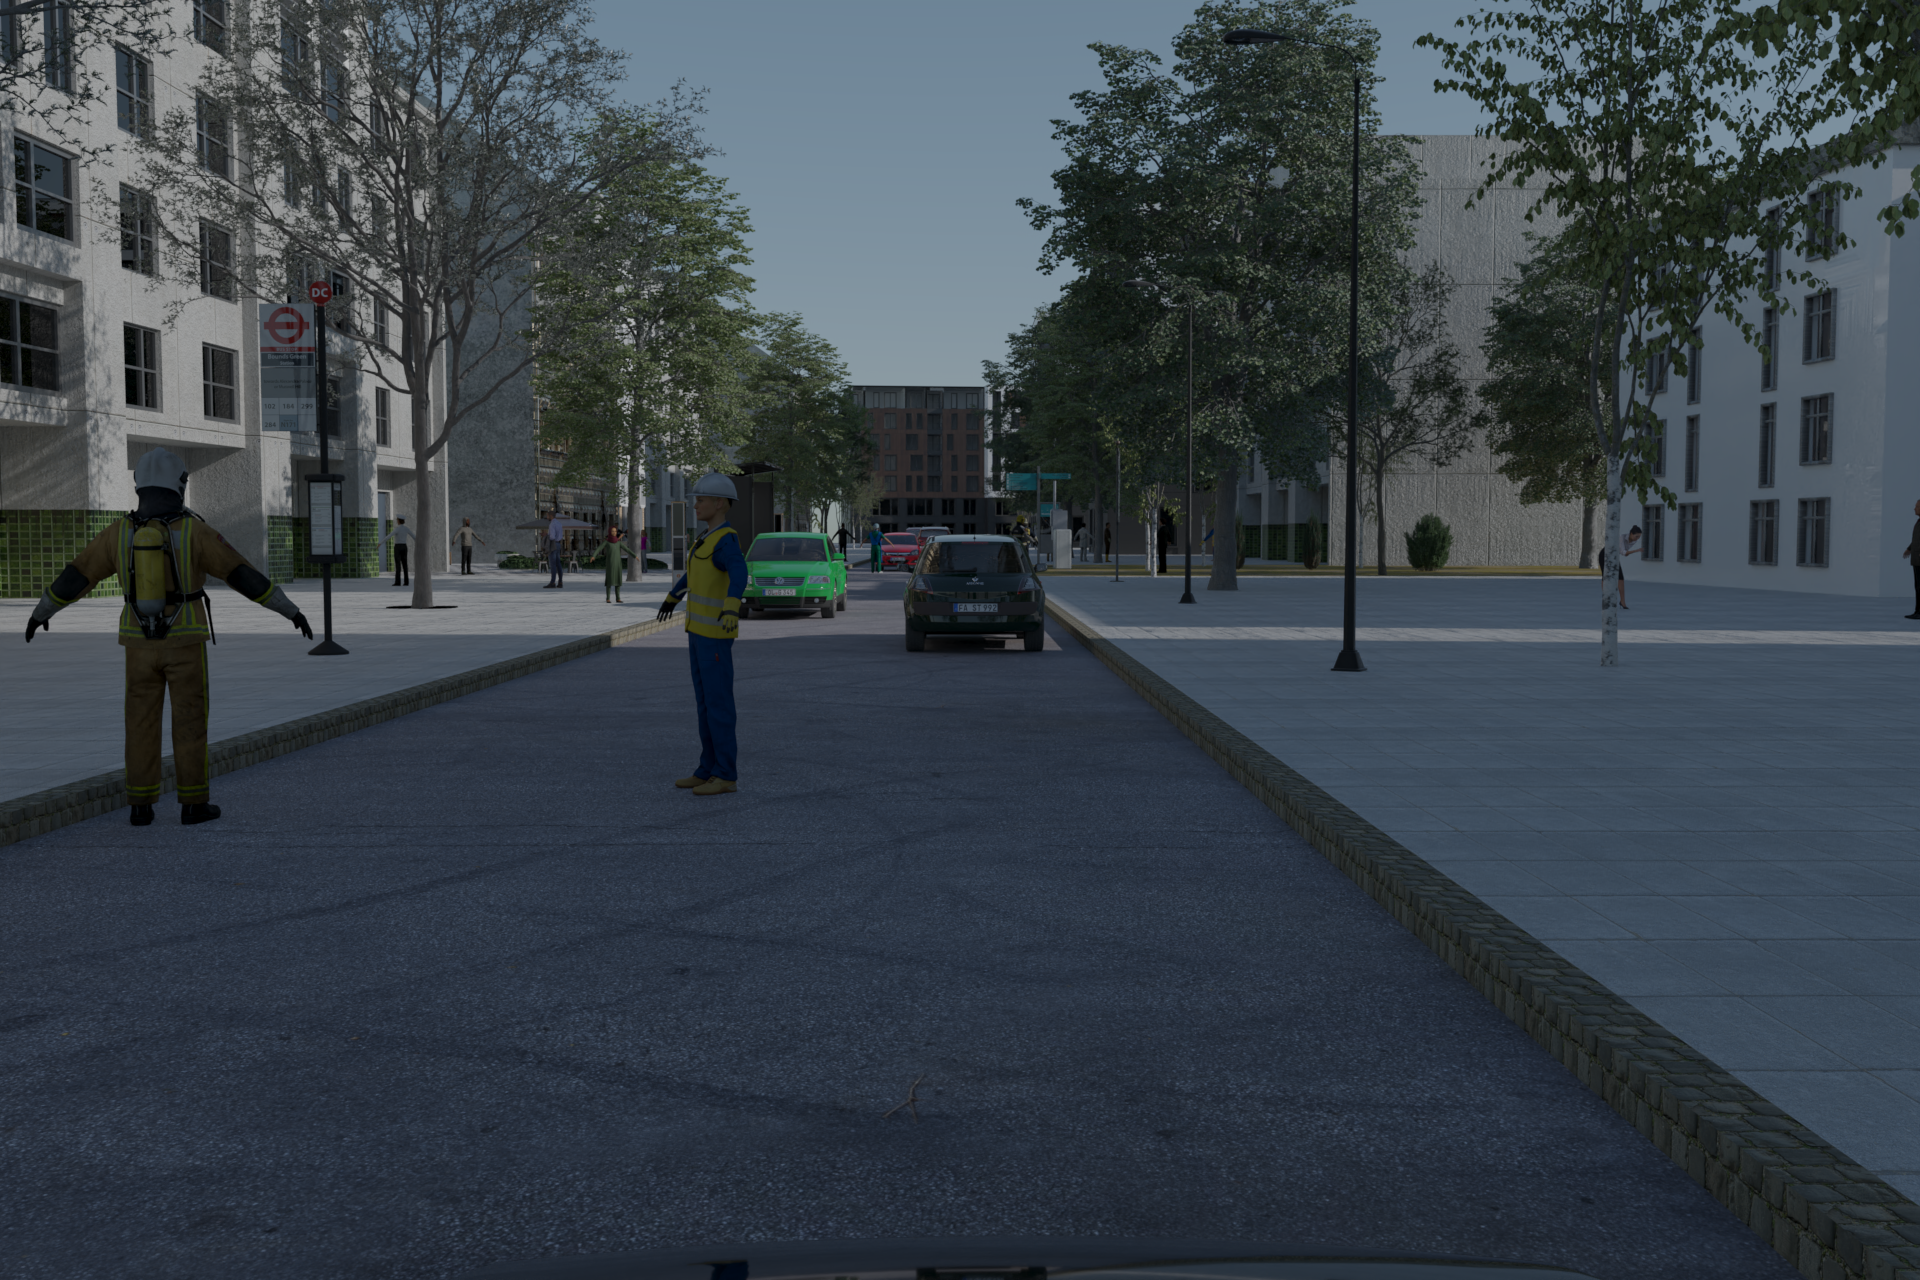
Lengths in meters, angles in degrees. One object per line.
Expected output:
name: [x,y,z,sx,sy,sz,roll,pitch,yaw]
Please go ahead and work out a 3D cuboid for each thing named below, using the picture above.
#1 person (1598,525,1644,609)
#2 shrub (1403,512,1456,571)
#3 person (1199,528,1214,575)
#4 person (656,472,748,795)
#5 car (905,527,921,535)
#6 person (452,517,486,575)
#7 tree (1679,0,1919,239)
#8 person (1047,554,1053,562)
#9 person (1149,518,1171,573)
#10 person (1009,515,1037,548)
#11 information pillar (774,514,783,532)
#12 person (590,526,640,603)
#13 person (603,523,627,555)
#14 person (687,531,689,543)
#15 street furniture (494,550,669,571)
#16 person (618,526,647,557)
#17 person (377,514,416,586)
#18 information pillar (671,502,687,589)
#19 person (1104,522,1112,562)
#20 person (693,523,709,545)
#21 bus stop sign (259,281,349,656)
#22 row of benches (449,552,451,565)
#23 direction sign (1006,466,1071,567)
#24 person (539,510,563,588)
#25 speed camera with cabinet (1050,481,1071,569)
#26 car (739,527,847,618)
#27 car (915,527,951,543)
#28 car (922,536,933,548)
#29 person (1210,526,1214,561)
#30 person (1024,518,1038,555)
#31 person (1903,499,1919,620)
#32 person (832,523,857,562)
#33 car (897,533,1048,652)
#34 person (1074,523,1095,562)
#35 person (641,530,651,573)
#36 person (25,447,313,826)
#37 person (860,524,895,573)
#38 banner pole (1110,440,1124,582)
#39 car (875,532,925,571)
person: [11.313,-1.246,29.600,0.799,1.438,0.628,2,4,30]
shrub: [16.147,-3.400,59.626,1.661,2.075,1.752,0,3,0]
person: [8.005,-2.924,53.783,1.349,1.833,0.705,-2,4,-34]
person: [-1.451,-0.043,9.629,0.721,1.772,1.216,-2,4,-27]
car: [-2.356,-5.560,99.572,2.281,1.827,5.304,0,4,0]
person: [-15.453,-2.946,54.298,0.705,1.813,1.348,2,4,31]
tree: [5.846,-3.625,9.639,4.737,8.622,4.395,0,3,0]
person: [4.247,-4.568,80.965,1.348,1.796,0.705,2,4,28]
person: [6.624,-3.101,56.886,0.705,1.806,1.347,2,4,35]
person: [1.842,-2.837,52.154,0.704,1.858,1.351,-2,4,-34]
information pillar: [-6.529,-3.538,62.343,0.304,2.012,0.304,0,4,2]
person: [-6.417,-1.404,32.167,0.989,1.438,0.599,-3,4,-37]
person: [-16.703,-4.793,84.301,1.347,1.837,0.705,0,4,-7]
person: [-12.146,-4.256,75.713,0.704,1.817,1.347,-3,5,-40]
street furniture: [-14.581,-3.023,65.059,5.734,0.657,10.072,-1,4,-21]
person: [-14.060,-4.158,74.128,1.345,1.843,0.704,-2,4,-26]
person: [-13.869,-2.225,42.837,0.721,1.778,1.216,3,4,38]
information pillar: [-6.376,-2.132,39.357,0.304,2.012,0.304,0,4,1]
person: [6.760,-4.451,78.904,0.704,1.812,1.346,0,4,4]
person: [-7.799,-2.918,54.438,1.216,1.740,0.721,-1,4,-21]
bus stop sign: [-6.956,-1.814,18.356,0.855,3.939,0.416,0,4,-1]
row of benches: [-21.511,-3.308,69.554,1.422,0.672,4.104,0,4,5]
direction sign: [3.084,-4.808,67.379,2.525,3.948,1.411,0,4,0]
person: [-9.716,-2.143,40.953,0.599,1.838,0.709,1,4,9]
speed camera with cabinet: [3.724,-4.245,63.743,0.660,3.252,2.038,0,4,-2]
car: [-2.994,-1.348,30.840,1.959,1.807,4.718,0,4,0]
car: [-1.285,-4.908,88.923,2.281,1.827,5.304,0,4,0]
car: [-0.687,-3.703,72.912,2.083,1.381,4.827,0,4,0]
person: [12.128,-4.650,82.833,0.721,1.733,1.217,3,5,42]
person: [2.304,-3.467,62.463,1.354,1.856,0.705,-2,4,-32]
person: [14.477,-1.219,26.119,0.705,1.807,1.348,1,4,18]
person: [-5.415,-4.536,80.382,1.346,1.802,0.704,2,4,25]
car: [0.166,-0.779,22.518,2.009,1.686,4.222,0,4,0]
person: [5.798,-4.570,80.903,1.347,1.806,0.705,3,5,43]
person: [-10.465,-2.917,56.960,0.991,1.433,0.599,3,5,41]
person: [-3.936,-0.022,8.593,1.354,1.858,0.705,-1,4,-10]
person: [-3.068,-3.364,63.588,1.347,1.817,0.704,1,4,16]
banner pole: [4.220,-3.435,46.185,0.401,3.779,0.863,0,4,0]
car: [-2.378,-3.604,67.959,2.155,1.783,4.494,0,4,0]
